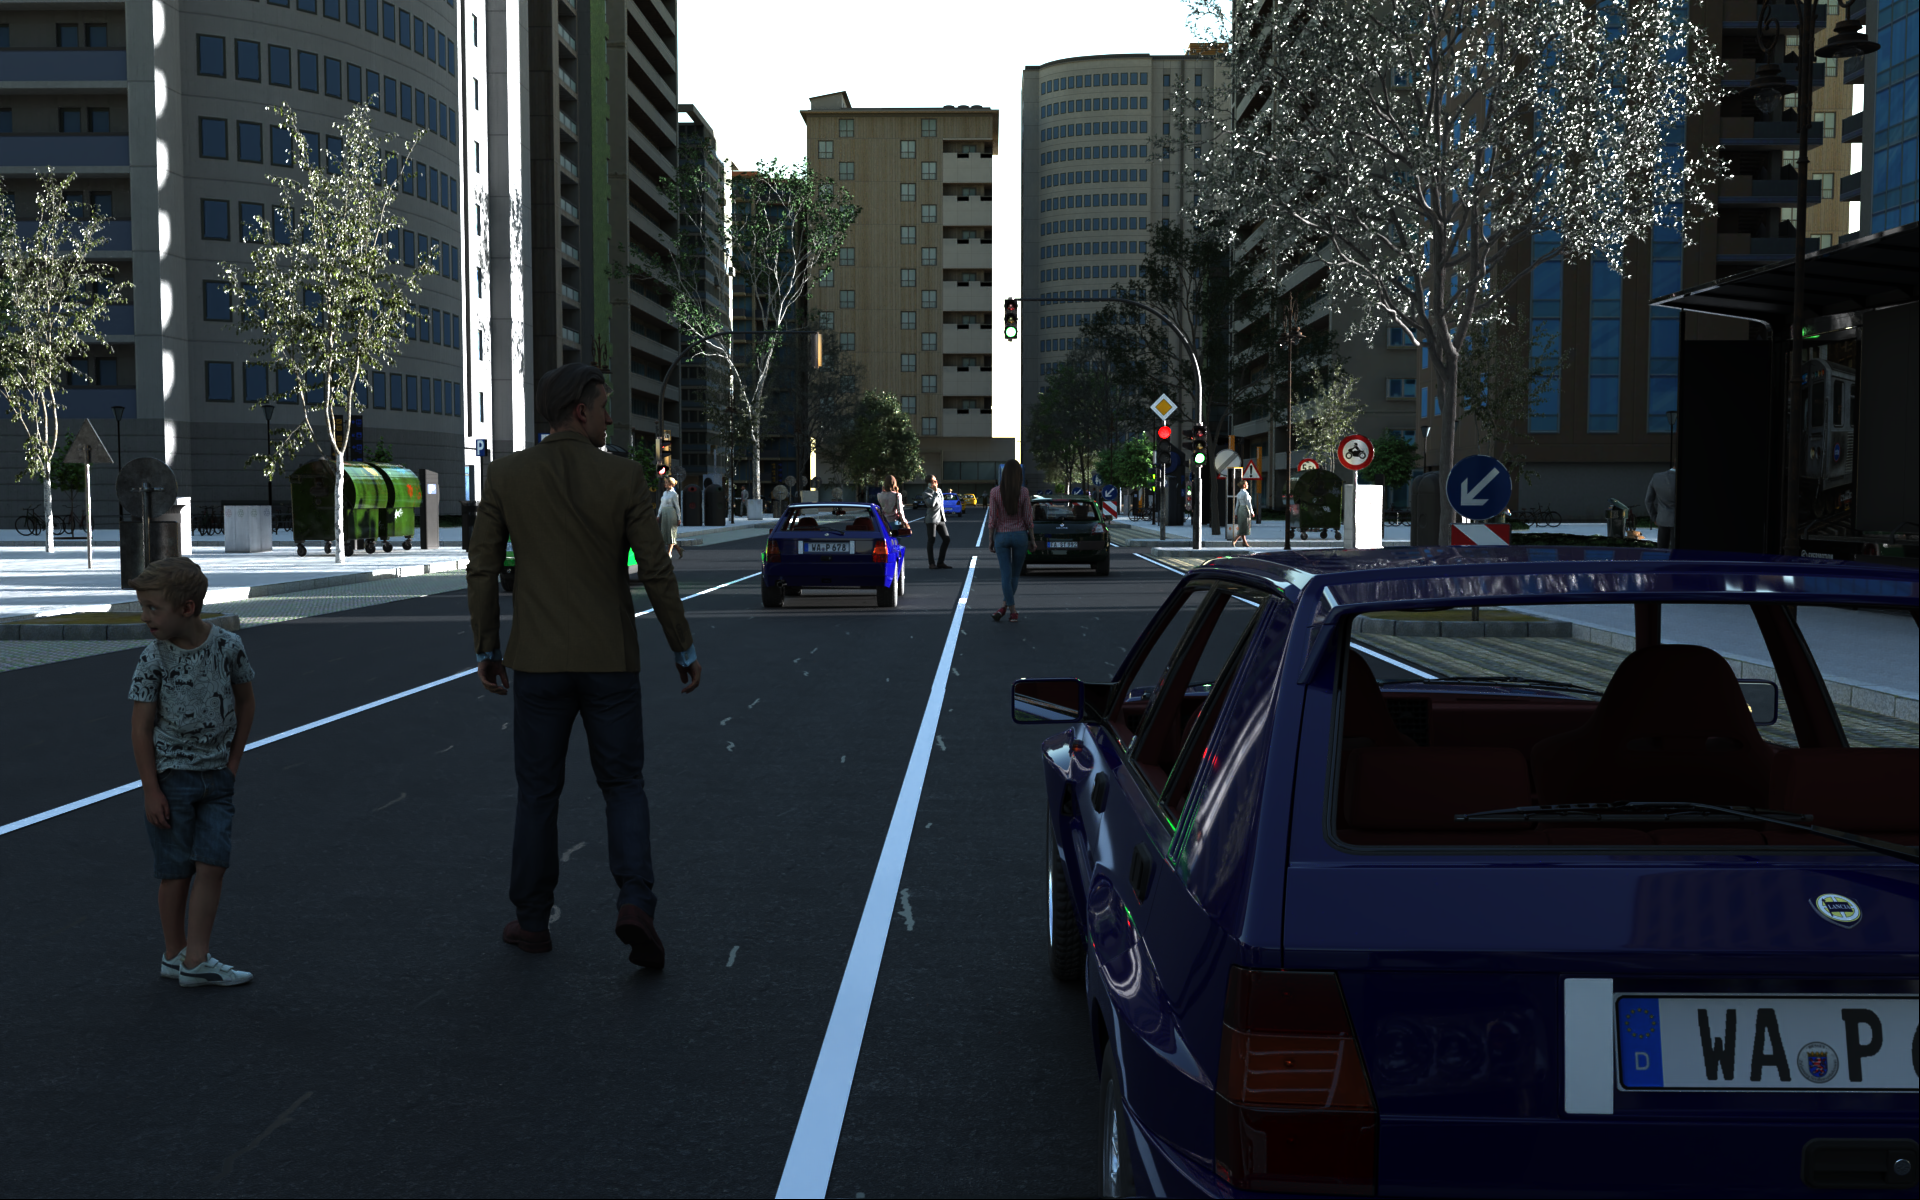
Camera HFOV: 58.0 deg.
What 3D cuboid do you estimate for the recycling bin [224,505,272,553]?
[{"bbox_3d":[-15.678,-1.565,38.149,0.722,1.027,0.722,1,4,23],"label":"recycling bin"}]

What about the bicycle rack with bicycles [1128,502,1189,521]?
[{"bbox_3d":[9.384,-4.198,82.019,2.925,0.926,2.852,0,4,3],"label":"bicycle rack with bicycles"}]

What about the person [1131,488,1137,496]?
[{"bbox_3d":[13.618,-7.754,133.543,1.217,1.735,0.721,-1,4,-22],"label":"person"}]

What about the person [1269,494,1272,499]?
[{"bbox_3d":[22.991,-7.287,125.712,1.217,1.766,0.721,-1,4,-13],"label":"person"}]

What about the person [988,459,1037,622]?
[{"bbox_3d":[0.593,-0.670,19.464,0.555,1.821,0.388,-1,4,-11],"label":"person"}]

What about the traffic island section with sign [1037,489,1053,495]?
[{"bbox_3d":[7.560,-8.649,150.043,1.989,1.847,2.006,0,4,1],"label":"traffic island section with sign"}]

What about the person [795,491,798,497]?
[{"bbox_3d":[-11.474,-7.167,123.502,0.678,1.792,0.850,-1,4,-17],"label":"person"}]

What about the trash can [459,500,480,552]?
[{"bbox_3d":[-10.708,-1.631,38.316,0.748,1.137,0.748,0,3,0],"label":"trash can"}]

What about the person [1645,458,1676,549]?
[{"bbox_3d":[8.948,-0.951,21.765,0.473,1.802,0.592,-2,4,-29],"label":"person"}]

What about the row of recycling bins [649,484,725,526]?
[{"bbox_3d":[-11.179,-3.804,69.308,3.534,1.692,1.069,-1,4,-18],"label":"row of recycling bins"}]

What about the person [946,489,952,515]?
[{"bbox_3d":[-0.665,-6.818,120.194,0.641,1.798,0.478,-1,4,-15],"label":"person"}]

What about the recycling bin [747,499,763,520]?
[{"bbox_3d":[-10.076,-4.432,85.019,0.722,1.027,0.722,-1,4,-12],"label":"recycling bin"}]

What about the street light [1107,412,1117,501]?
[{"bbox_3d":[8.514,-7.615,97.301,0.468,5.910,1.993,0,4,1],"label":"street light"}]

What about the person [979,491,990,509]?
[{"bbox_3d":[2.386,-9.557,165.492,1.217,1.736,0.721,0,4,4],"label":"person"}]

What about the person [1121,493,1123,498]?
[{"bbox_3d":[16.092,-10.367,175.682,1.348,1.807,0.705,-3,5,-44],"label":"person"}]

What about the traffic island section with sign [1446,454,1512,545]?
[{"bbox_3d":[5.114,-0.583,18.158,1.989,1.847,2.006,0,4,1],"label":"traffic island section with sign"}]

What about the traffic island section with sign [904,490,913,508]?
[{"bbox_3d":[-5.647,-10.314,177.256,1.989,1.847,2.006,0,4,1],"label":"traffic island section with sign"}]

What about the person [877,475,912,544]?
[{"bbox_3d":[-1.144,-1.233,29.248,0.593,1.750,0.643,1,4,20],"label":"person"}]

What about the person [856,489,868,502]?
[{"bbox_3d":[-9.263,-9.615,164.071,1.217,1.723,0.721,1,4,10],"label":"person"}]

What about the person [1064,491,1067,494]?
[{"bbox_3d":[10.902,-10.480,178.861,0.415,1.643,0.593,-2,4,-32],"label":"person"}]

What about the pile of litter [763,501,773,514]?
[{"bbox_3d":[-12.564,-6.157,114.633,1.719,0.858,1.176,2,4,31],"label":"pile of litter"}]

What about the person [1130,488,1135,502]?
[{"bbox_3d":[14.552,-8.420,143.847,1.348,1.807,0.705,1,4,11],"label":"person"}]

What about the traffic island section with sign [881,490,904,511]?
[{"bbox_3d":[-6.151,-8.665,150.306,1.989,1.847,2.006,0,4,1],"label":"traffic island section with sign"}]

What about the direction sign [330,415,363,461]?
[{"bbox_3d":[-17.559,-3.527,49.666,0.876,3.537,0.379,-2,4,-26],"label":"direction sign"}]

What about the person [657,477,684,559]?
[{"bbox_3d":[-6.274,-1.773,37.707,0.641,1.798,0.478,-3,4,-38],"label":"person"}]

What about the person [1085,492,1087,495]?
[{"bbox_3d":[11.278,-9.220,156.892,1.348,1.812,0.705,-3,5,-40],"label":"person"}]

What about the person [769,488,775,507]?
[{"bbox_3d":[-17.011,-9.288,157.992,1.348,1.812,0.705,3,4,38],"label":"person"}]

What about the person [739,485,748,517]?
[{"bbox_3d":[-12.008,-5.523,96.615,0.678,1.792,0.850,3,5,44],"label":"person"}]

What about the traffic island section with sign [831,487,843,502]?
[{"bbox_3d":[-7.077,-5.599,100.176,1.989,1.847,2.006,0,4,1],"label":"traffic island section with sign"}]

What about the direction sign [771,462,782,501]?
[{"bbox_3d":[-12.870,-7.933,121.693,0.876,3.537,0.379,-3,4,-37],"label":"direction sign"}]

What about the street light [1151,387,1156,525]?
[{"bbox_3d":[8.128,-6.100,72.517,0.468,5.910,1.993,0,4,1],"label":"street light"}]

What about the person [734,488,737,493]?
[{"bbox_3d":[-17.057,-7.715,132.860,0.721,1.739,1.217,0,4,-3],"label":"person"}]

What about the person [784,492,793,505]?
[{"bbox_3d":[-14.885,-8.681,148.705,1.217,1.736,0.721,0,4,-3],"label":"person"}]

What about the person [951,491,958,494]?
[{"bbox_3d":[-0.581,-9.269,160.852,0.742,1.727,0.445,0,4,3],"label":"person"}]

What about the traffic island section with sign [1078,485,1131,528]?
[{"bbox_3d":[6.139,-3.931,72.901,1.989,1.847,2.006,0,4,1],"label":"traffic island section with sign"}]

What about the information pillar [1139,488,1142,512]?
[{"bbox_3d":[10.343,-6.599,99.251,0.183,3.616,0.504,1,4,20],"label":"information pillar"}]

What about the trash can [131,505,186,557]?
[{"bbox_3d":[-10.867,-0.721,23.442,0.748,1.137,0.748,0,3,0],"label":"trash can"}]

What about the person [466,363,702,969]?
[{"bbox_3d":[-1.146,0.188,5.335,0.656,1.842,0.836,-3,4,-38],"label":"person"}]

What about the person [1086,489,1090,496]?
[{"bbox_3d":[13.565,-10.961,185.116,0.709,1.838,0.599,1,4,16],"label":"person"}]

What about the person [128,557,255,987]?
[{"bbox_3d":[-2.238,0.496,5.079,0.332,1.250,0.352,0,4,-1],"label":"person"}]

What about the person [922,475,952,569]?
[{"bbox_3d":[-0.444,-1.499,33.189,0.592,1.802,0.473,-3,4,-36],"label":"person"}]

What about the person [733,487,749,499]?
[{"bbox_3d":[-17.247,-7.986,136.633,1.348,1.822,0.705,1,4,13],"label":"person"}]

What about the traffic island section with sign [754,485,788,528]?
[{"bbox_3d":[-7.581,-3.951,73.225,1.989,1.847,2.006,0,4,1],"label":"traffic island section with sign"}]

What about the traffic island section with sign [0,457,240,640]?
[{"bbox_3d":[-8.600,-0.560,17.791,1.989,1.847,2.006,0,4,1],"label":"traffic island section with sign"}]

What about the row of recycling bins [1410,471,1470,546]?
[{"bbox_3d":[8.699,-1.492,31.503,1.069,1.692,3.534,1,4,14],"label":"row of recycling bins"}]

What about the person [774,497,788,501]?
[{"bbox_3d":[-13.146,-7.438,127.657,0.705,1.823,1.348,3,5,39],"label":"person"}]

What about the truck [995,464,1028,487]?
[{"bbox_3d":[4.471,-9.804,150.055,2.967,4.110,18.799,0,4,2],"label":"truck"}]

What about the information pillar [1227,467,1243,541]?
[{"bbox_3d":[7.541,-2.635,47.575,0.304,2.012,0.304,-2,4,-30],"label":"information pillar"}]

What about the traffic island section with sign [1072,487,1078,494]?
[{"bbox_3d":[6.631,-5.579,99.851,1.989,1.847,2.006,0,4,1],"label":"traffic island section with sign"}]

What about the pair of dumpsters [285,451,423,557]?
[{"bbox_3d":[-13.053,-2.138,37.446,1.574,2.255,4.437,0,4,1],"label":"pair of dumpsters"}]

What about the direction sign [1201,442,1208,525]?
[{"bbox_3d":[10.189,-4.930,72.609,0.876,3.537,0.379,1,4,10],"label":"direction sign"}]

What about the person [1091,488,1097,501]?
[{"bbox_3d":[11.245,-8.518,145.298,0.705,1.826,1.348,2,4,30],"label":"person"}]

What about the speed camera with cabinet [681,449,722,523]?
[{"bbox_3d":[-11.475,-5.044,76.798,2.038,3.252,0.660,3,4,36],"label":"speed camera with cabinet"}]

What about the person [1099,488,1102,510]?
[{"bbox_3d":[11.172,-8.037,138.258,0.445,1.727,0.742,0,4,-4],"label":"person"}]

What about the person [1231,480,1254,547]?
[{"bbox_3d":[7.521,-2.295,46.242,0.641,1.798,0.478,-1,4,-12],"label":"person"}]
